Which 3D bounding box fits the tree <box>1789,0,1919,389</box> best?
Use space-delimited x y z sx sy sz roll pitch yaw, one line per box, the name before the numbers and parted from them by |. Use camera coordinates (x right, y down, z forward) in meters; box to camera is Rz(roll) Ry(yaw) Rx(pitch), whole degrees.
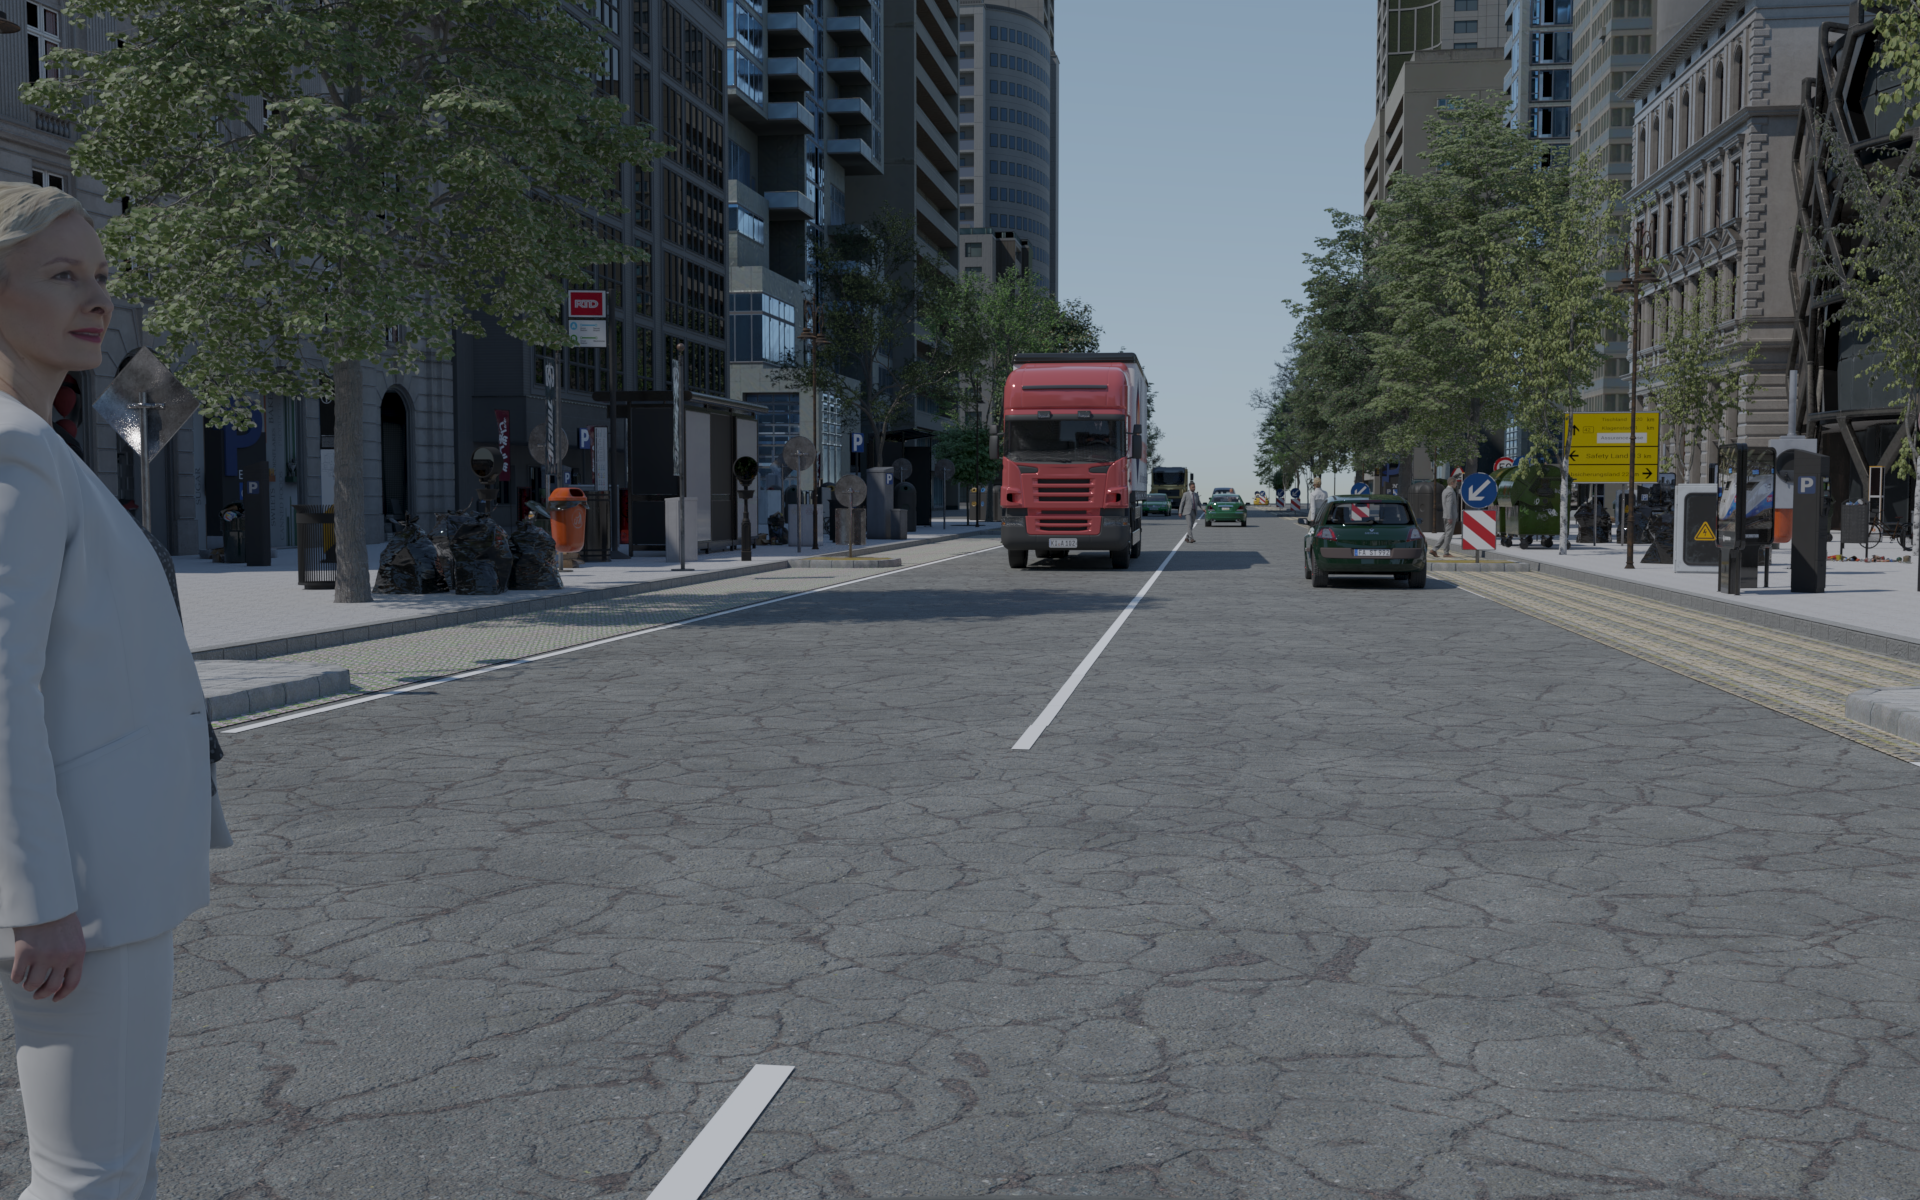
tree | 14.318 -4.549 24.734 4.360 8.622 3.978 0 3 0

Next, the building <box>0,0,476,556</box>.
building | -21.749 -11.983 37.720 13.314 21.916 24.055 1 4 8

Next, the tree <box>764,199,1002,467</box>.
tree | -2.307 -7.323 54.145 8.767 10.594 7.601 2 4 30

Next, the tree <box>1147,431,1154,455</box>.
tree | 16.146 -15.352 176.762 9.928 11.665 9.643 0 3 0

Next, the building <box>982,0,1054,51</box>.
building | 4.227 -48.649 233.667 20.563 71.187 20.611 1 4 8

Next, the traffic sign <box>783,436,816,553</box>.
traffic sign | -3.533 -2.315 37.954 0.768 2.556 0.104 1 4 14

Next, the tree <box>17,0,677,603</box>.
tree | -6.842 -6.228 19.963 7.486 12.596 7.792 0 3 0

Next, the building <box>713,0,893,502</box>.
building | -15.976 -48.344 103.088 22.319 86.520 31.000 1 4 8

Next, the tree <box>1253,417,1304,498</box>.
tree | 43.307 -19.211 232.222 7.486 12.596 7.792 0 3 0

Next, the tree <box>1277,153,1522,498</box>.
tree | 17.185 -9.797 66.836 9.857 13.997 8.962 0 3 0

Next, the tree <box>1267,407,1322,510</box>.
tree | 27.805 -11.546 139.139 4.360 8.622 3.978 0 3 0

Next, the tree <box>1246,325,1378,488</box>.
tree | 25.187 -12.912 121.485 12.009 13.543 11.850 0 3 0

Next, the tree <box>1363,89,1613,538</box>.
tree | 14.978 -8.023 49.298 7.486 12.596 7.792 0 3 0

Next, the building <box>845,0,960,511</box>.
building | -12.109 -30.979 130.213 21.300 48.544 21.600 1 4 8

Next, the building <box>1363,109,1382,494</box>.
building | 59.783 -35.668 206.866 21.300 48.544 21.600 1 4 8

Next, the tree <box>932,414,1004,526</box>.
tree | 0.394 -5.280 70.040 4.285 4.588 4.351 0 3 0

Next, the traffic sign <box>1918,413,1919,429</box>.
traffic sign | 11.888 -1.266 20.798 0.768 2.556 0.104 1 4 13

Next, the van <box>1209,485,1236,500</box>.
van | 16.658 -6.245 109.111 2.013 2.044 4.112 1 4 10

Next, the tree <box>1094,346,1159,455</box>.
tree | 12.357 -14.822 149.002 9.857 13.997 8.962 0 3 0

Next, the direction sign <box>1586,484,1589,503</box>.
direction sign | 24.053 -4.548 66.360 0.379 3.537 0.876 1 4 12

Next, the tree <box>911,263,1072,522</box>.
tree | 1.332 -9.380 79.110 9.928 11.665 9.643 0 3 0

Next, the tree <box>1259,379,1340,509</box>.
tree | 30.295 -13.601 148.129 9.928 11.665 9.643 0 3 0

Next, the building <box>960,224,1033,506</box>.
building | 0.283 -25.554 189.508 14.160 30.474 14.107 1 4 8

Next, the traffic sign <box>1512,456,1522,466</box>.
traffic sign | 18.696 -3.510 57.502 0.768 2.556 0.104 1 4 13

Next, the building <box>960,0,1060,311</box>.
building | 0.199 -40.857 210.018 21.231 58.520 28.212 1 4 8

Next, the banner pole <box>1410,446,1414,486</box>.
banner pole | 19.881 -5.271 76.204 0.401 3.779 0.863 2 4 26

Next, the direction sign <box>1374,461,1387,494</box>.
direction sign | 18.535 -5.159 76.348 0.876 3.537 0.379 -3 5 -40

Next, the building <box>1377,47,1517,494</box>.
building | 57.116 -34.355 185.403 21.300 48.544 21.600 1 4 8

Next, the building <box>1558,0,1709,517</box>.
building | 49.581 -25.042 101.317 32.217 40.220 23.993 1 4 8

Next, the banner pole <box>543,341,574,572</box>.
banner pole | -6.597 -2.333 28.170 0.401 3.779 0.863 0 4 7

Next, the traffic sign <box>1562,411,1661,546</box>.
traffic sign | 15.974 -2.978 42.564 2.265 3.308 0.079 1 4 12

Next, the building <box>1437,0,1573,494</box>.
building | 48.981 -49.851 127.741 22.319 86.520 31.000 1 4 8

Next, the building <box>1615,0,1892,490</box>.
building | 34.884 -14.839 71.490 11.050 23.489 19.941 1 4 8

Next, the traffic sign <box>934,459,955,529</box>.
traffic sign | -0.567 -3.835 62.806 0.768 2.556 0.104 1 4 13

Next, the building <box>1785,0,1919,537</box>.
building | 34.987 -11.353 53.073 16.820 18.784 16.811 1 4 8

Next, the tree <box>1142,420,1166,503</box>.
tree | 14.495 -13.791 159.901 8.767 10.594 7.601 0 4 -6

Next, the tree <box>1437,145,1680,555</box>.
tree | 12.540 -5.266 36.462 4.737 8.622 4.395 0 3 0

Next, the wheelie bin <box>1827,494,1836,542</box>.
wheelie bin | 22.986 -2.357 46.453 0.693 1.594 0.980 0 4 -7

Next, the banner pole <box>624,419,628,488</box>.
banner pole | -9.219 -3.541 47.910 0.401 3.779 0.863 0 4 -5

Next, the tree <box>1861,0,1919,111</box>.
tree | 9.449 -3.939 14.766 4.737 8.622 4.395 0 3 0

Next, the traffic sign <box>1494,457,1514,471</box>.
traffic sign | 18.623 -3.616 59.231 0.768 2.556 0.104 1 4 9

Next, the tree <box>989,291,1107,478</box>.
tree | 5.415 -11.062 97.877 9.611 12.733 9.660 0 3 0

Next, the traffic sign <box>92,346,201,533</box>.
traffic sign | -5.528 -0.498 11.780 0.795 2.450 0.064 1 4 8

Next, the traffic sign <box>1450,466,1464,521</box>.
traffic sign | 21.063 -4.481 73.267 0.884 2.594 0.081 1 4 14

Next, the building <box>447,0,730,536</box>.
building | -17.974 -16.375 61.234 14.314 27.812 24.014 1 4 8

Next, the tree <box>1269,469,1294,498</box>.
tree | 41.266 -14.605 222.510 4.285 4.588 4.351 0 3 0

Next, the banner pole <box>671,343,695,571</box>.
banner pole | -4.653 -2.363 28.657 0.401 3.779 0.863 0 4 3

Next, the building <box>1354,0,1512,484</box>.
building | 63.358 -48.252 227.175 20.563 71.187 20.611 1 4 8
